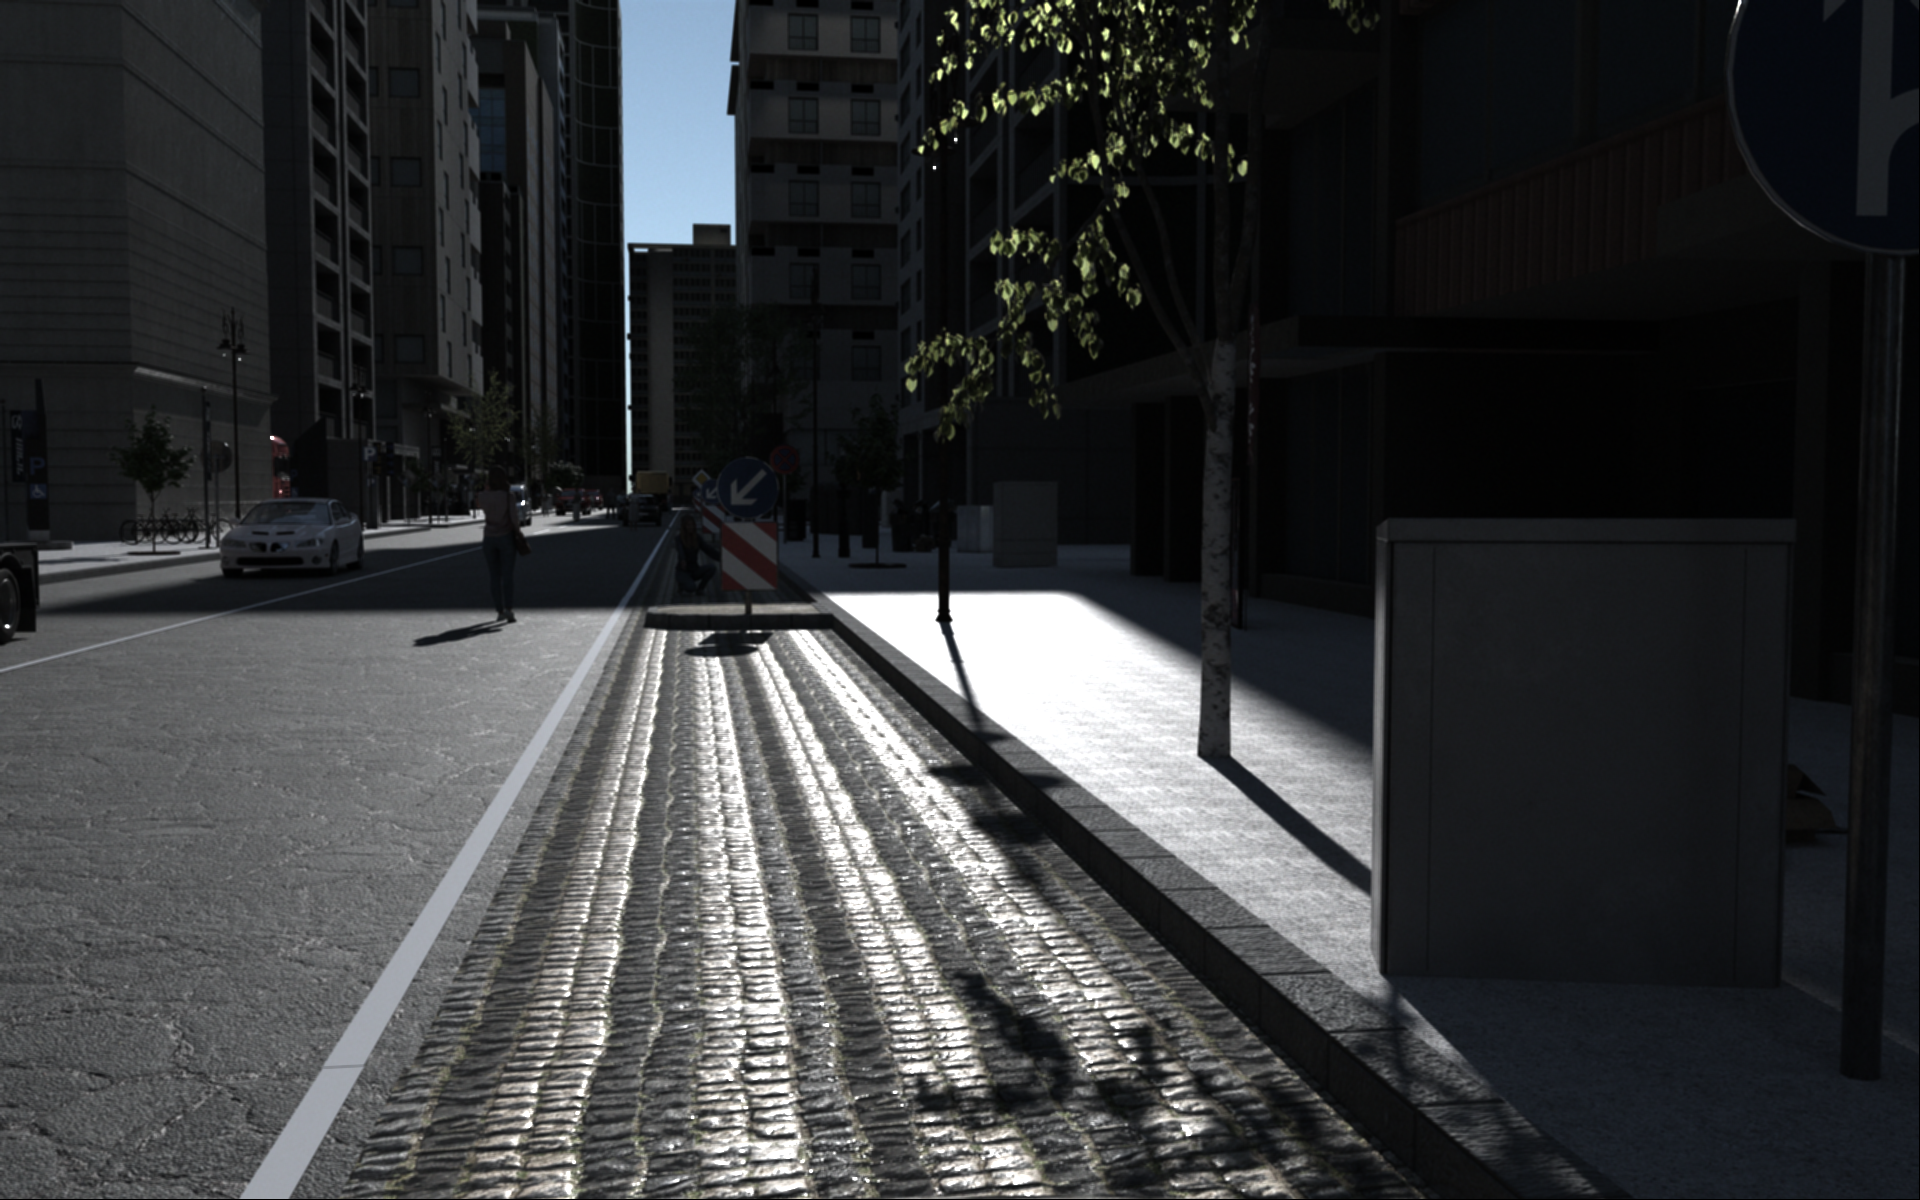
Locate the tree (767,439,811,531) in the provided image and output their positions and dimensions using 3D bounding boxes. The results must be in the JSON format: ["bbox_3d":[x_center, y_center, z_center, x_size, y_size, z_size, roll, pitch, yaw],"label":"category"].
[{"bbox_3d":[-5.908,-4.043,60.700,1.663,3.219,1.824,0,3,0],"label":"tree"}]

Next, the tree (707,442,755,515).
[{"bbox_3d":[-14.256,-7.651,108.815,4.285,4.588,4.351,0,3,0],"label":"tree"}]

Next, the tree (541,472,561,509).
[{"bbox_3d":[-35.802,-9.555,150.826,1.663,3.219,1.824,0,3,0],"label":"tree"}]

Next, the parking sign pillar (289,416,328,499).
[{"bbox_3d":[-22.384,-4.345,59.512,1.447,3.967,1.447,2,4,26],"label":"parking sign pillar"}]

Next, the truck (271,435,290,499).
[{"bbox_3d":[-31.638,-4.843,68.104,11.283,4.237,2.839,-1,4,-9],"label":"truck"}]

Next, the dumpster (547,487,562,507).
[{"bbox_3d":[-34.394,-8.647,147.141,1.264,1.857,1.865,-1,4,-9],"label":"dumpster"}]

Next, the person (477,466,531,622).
[{"bbox_3d":[-5.159,-0.637,19.508,0.593,1.750,0.643,0,4,3],"label":"person"}]

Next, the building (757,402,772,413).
[{"bbox_3d":[-12.157,-23.943,163.167,14.160,30.474,14.107,-1,4,-9],"label":"building"}]

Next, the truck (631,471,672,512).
[{"bbox_3d":[-25.791,-9.128,145.161,3.469,3.379,9.791,-1,4,-11],"label":"truck"}]

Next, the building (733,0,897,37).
[{"bbox_3d":[-9.448,-36.384,184.123,28.713,52.752,27.495,-1,4,-9],"label":"building"}]

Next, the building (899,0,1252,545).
[{"bbox_3d":[9.671,-37.257,47.408,20.563,71.187,20.611,-1,4,-9],"label":"building"}]

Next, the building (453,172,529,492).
[{"bbox_3d":[-46.424,-23.389,154.104,14.160,30.474,14.107,-1,4,-9],"label":"building"}]

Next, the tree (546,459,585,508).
[{"bbox_3d":[-38.743,-11.484,171.481,4.285,4.588,4.351,0,3,0],"label":"tree"}]

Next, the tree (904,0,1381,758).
[{"bbox_3d":[1.086,-3.550,8.402,4.360,8.622,3.978,0,3,0],"label":"tree"}]

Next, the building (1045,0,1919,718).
[{"bbox_3d":[14.132,-22.050,15.150,22.147,44.769,28.867,-1,4,-9],"label":"building"}]

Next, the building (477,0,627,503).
[{"bbox_3d":[-57.850,-49.202,242.711,20.611,71.187,20.563,-1,4,-9],"label":"building"}]

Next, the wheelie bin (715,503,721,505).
[{"bbox_3d":[-20.022,-8.272,143.150,0.693,1.594,0.980,1,4,16],"label":"wheelie bin"}]

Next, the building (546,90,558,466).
[{"bbox_3d":[-50.141,-32.544,182.207,14.600,45.320,14.200,-1,4,-9],"label":"building"}]

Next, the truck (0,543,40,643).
[{"bbox_3d":[-8.712,-1.102,7.779,2.967,4.110,18.799,-1,4,-10],"label":"truck"}]

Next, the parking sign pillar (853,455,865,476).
[{"bbox_3d":[-6.169,-7.296,107.763,1.447,3.967,1.447,2,4,25],"label":"parking sign pillar"}]

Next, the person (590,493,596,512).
[{"bbox_3d":[-30.148,-8.015,142.137,0.523,1.515,0.503,1,4,14],"label":"person"}]

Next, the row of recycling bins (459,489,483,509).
[{"bbox_3d":[-42.113,-8.541,146.755,3.534,1.692,1.069,0,4,-3],"label":"row of recycling bins"}]

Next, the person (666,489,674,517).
[{"bbox_3d":[-18.266,-6.107,109.186,0.563,1.720,0.643,2,4,31],"label":"person"}]

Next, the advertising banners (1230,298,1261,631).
[{"bbox_3d":[2.661,-1.248,16.597,0.090,3.025,2.074,0,3,0],"label":"advertising banners"}]

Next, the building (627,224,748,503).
[{"bbox_3d":[-36.032,-34.269,252.182,23.993,40.220,32.217,-1,4,-9],"label":"building"}]

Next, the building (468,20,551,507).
[{"bbox_3d":[-48.276,-31.670,167.915,14.600,45.320,14.200,-1,4,-9],"label":"building"}]

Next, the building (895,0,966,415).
[{"bbox_3d":[4.391,-19.470,90.034,14.107,30.474,14.160,-1,4,-9],"label":"building"}]

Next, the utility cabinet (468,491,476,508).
[{"bbox_3d":[-40.687,-8.272,143.931,1.173,1.500,0.318,3,4,36],"label":"utility cabinet"}]

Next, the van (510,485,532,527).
[{"bbox_3d":[-20.064,-4.286,77.086,2.013,2.044,4.112,-1,4,-9],"label":"van"}]

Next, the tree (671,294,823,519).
[{"bbox_3d":[-11.080,-9.988,89.064,9.928,11.665,9.643,0,3,0],"label":"tree"}]

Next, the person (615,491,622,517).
[{"bbox_3d":[-21.165,-5.951,107.607,0.589,1.601,0.330,-3,4,-37],"label":"person"}]

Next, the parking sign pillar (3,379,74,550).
[{"bbox_3d":[-21.318,-3.149,39.957,1.447,3.967,1.447,-2,4,-30],"label":"parking sign pillar"}]

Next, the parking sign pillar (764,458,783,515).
[{"bbox_3d":[-11.386,-7.095,104.476,1.447,3.967,1.447,-1,4,-18],"label":"parking sign pillar"}]

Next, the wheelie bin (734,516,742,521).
[{"bbox_3d":[-9.861,-4.299,78.191,0.980,1.594,0.693,0,4,-6],"label":"wheelie bin"}]

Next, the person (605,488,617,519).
[{"bbox_3d":[-20.225,-5.587,100.253,0.661,1.777,0.834,-3,4,-39],"label":"person"}]

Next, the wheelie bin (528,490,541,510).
[{"bbox_3d":[-34.414,-8.095,140.267,0.980,1.594,0.693,0,4,-6],"label":"wheelie bin"}]

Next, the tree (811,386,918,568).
[{"bbox_3d":[-1.367,-2.190,30.405,1.663,3.219,1.824,0,3,0],"label":"tree"}]

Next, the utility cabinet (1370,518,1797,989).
[{"bbox_3d":[1.646,0.398,4.662,1.020,1.237,0.306,0,4,8],"label":"utility cabinet"}]

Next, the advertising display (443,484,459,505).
[{"bbox_3d":[-31.420,-6.219,106.888,0.974,1.923,0.123,0,4,3],"label":"advertising display"}]

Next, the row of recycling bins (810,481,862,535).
[{"bbox_3d":[-3.859,-2.960,55.516,1.069,1.692,3.534,-2,4,-28],"label":"row of recycling bins"}]

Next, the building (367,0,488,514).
[{"bbox_3d":[-47.544,-32.277,116.973,28.713,52.752,27.495,-1,4,-9],"label":"building"}]

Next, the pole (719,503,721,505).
[{"bbox_3d":[-18.770,-8.647,135.220,0.158,3.312,0.155,0,3,0],"label":"pole"}]

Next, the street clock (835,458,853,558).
[{"bbox_3d":[-2.346,-1.864,35.048,0.358,2.002,0.471,1,4,14],"label":"street clock"}]

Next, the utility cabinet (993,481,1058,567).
[{"bbox_3d":[1.144,-1.332,30.460,1.173,1.500,0.318,-2,4,-32],"label":"utility cabinet"}]

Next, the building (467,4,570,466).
[{"bbox_3d":[-61.681,-40.697,207.390,28.212,58.520,21.231,-1,4,-9],"label":"building"}]

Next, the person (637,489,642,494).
[{"bbox_3d":[-24.642,-7.618,133.169,0.853,1.813,0.709,-3,5,-40],"label":"person"}]

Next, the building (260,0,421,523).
[{"bbox_3d":[-37.874,-39.453,83.307,20.563,71.187,20.611,-1,4,-9],"label":"building"}]

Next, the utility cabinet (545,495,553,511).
[{"bbox_3d":[-32.104,-7.570,134.927,0.306,1.237,1.020,1,4,14],"label":"utility cabinet"}]

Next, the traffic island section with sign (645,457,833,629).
[{"bbox_3d":[-2.478,-0.647,19.205,1.989,1.847,2.006,-1,4,-9],"label":"traffic island section with sign"}]

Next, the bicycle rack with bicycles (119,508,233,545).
[{"bbox_3d":[-20.604,-1.956,45.359,2.925,0.926,2.852,-2,4,-34],"label":"bicycle rack with bicycles"}]

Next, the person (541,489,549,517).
[{"bbox_3d":[-26.446,-6.189,110.236,0.519,1.759,0.362,0,4,7],"label":"person"}]

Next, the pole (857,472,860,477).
[{"bbox_3d":[-4.669,-5.254,79.751,0.158,3.312,0.155,0,3,0],"label":"pole"}]

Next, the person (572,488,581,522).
[{"bbox_3d":[-19.837,-4.926,89.589,0.362,1.759,0.519,2,4,31],"label":"person"}]

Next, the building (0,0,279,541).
[{"bbox_3d":[-44.908,-16.792,50.969,44.131,29.872,17.030,-1,4,-9],"label":"building"}]

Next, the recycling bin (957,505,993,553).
[{"bbox_3d":[0.421,-1.563,38.115,0.722,1.027,0.722,-3,5,-44],"label":"recycling bin"}]

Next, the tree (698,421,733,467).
[{"bbox_3d":[-22.964,-13.198,166.141,4.737,8.622,4.395,0,3,0],"label":"tree"}]

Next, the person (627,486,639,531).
[{"bbox_3d":[-12.777,-3.593,67.816,0.480,1.755,0.524,-1,4,-23],"label":"person"}]

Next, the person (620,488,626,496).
[{"bbox_3d":[-21.836,-6.358,112.627,0.473,1.802,0.592,1,4,23],"label":"person"}]

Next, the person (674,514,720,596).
[{"bbox_3d":[-3.638,-0.629,24.286,1.012,1.151,0.738,-3,4,-39],"label":"person"}]

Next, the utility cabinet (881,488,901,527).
[{"bbox_3d":[-2.473,-3.509,66.043,0.318,1.500,1.173,3,5,43],"label":"utility cabinet"}]
